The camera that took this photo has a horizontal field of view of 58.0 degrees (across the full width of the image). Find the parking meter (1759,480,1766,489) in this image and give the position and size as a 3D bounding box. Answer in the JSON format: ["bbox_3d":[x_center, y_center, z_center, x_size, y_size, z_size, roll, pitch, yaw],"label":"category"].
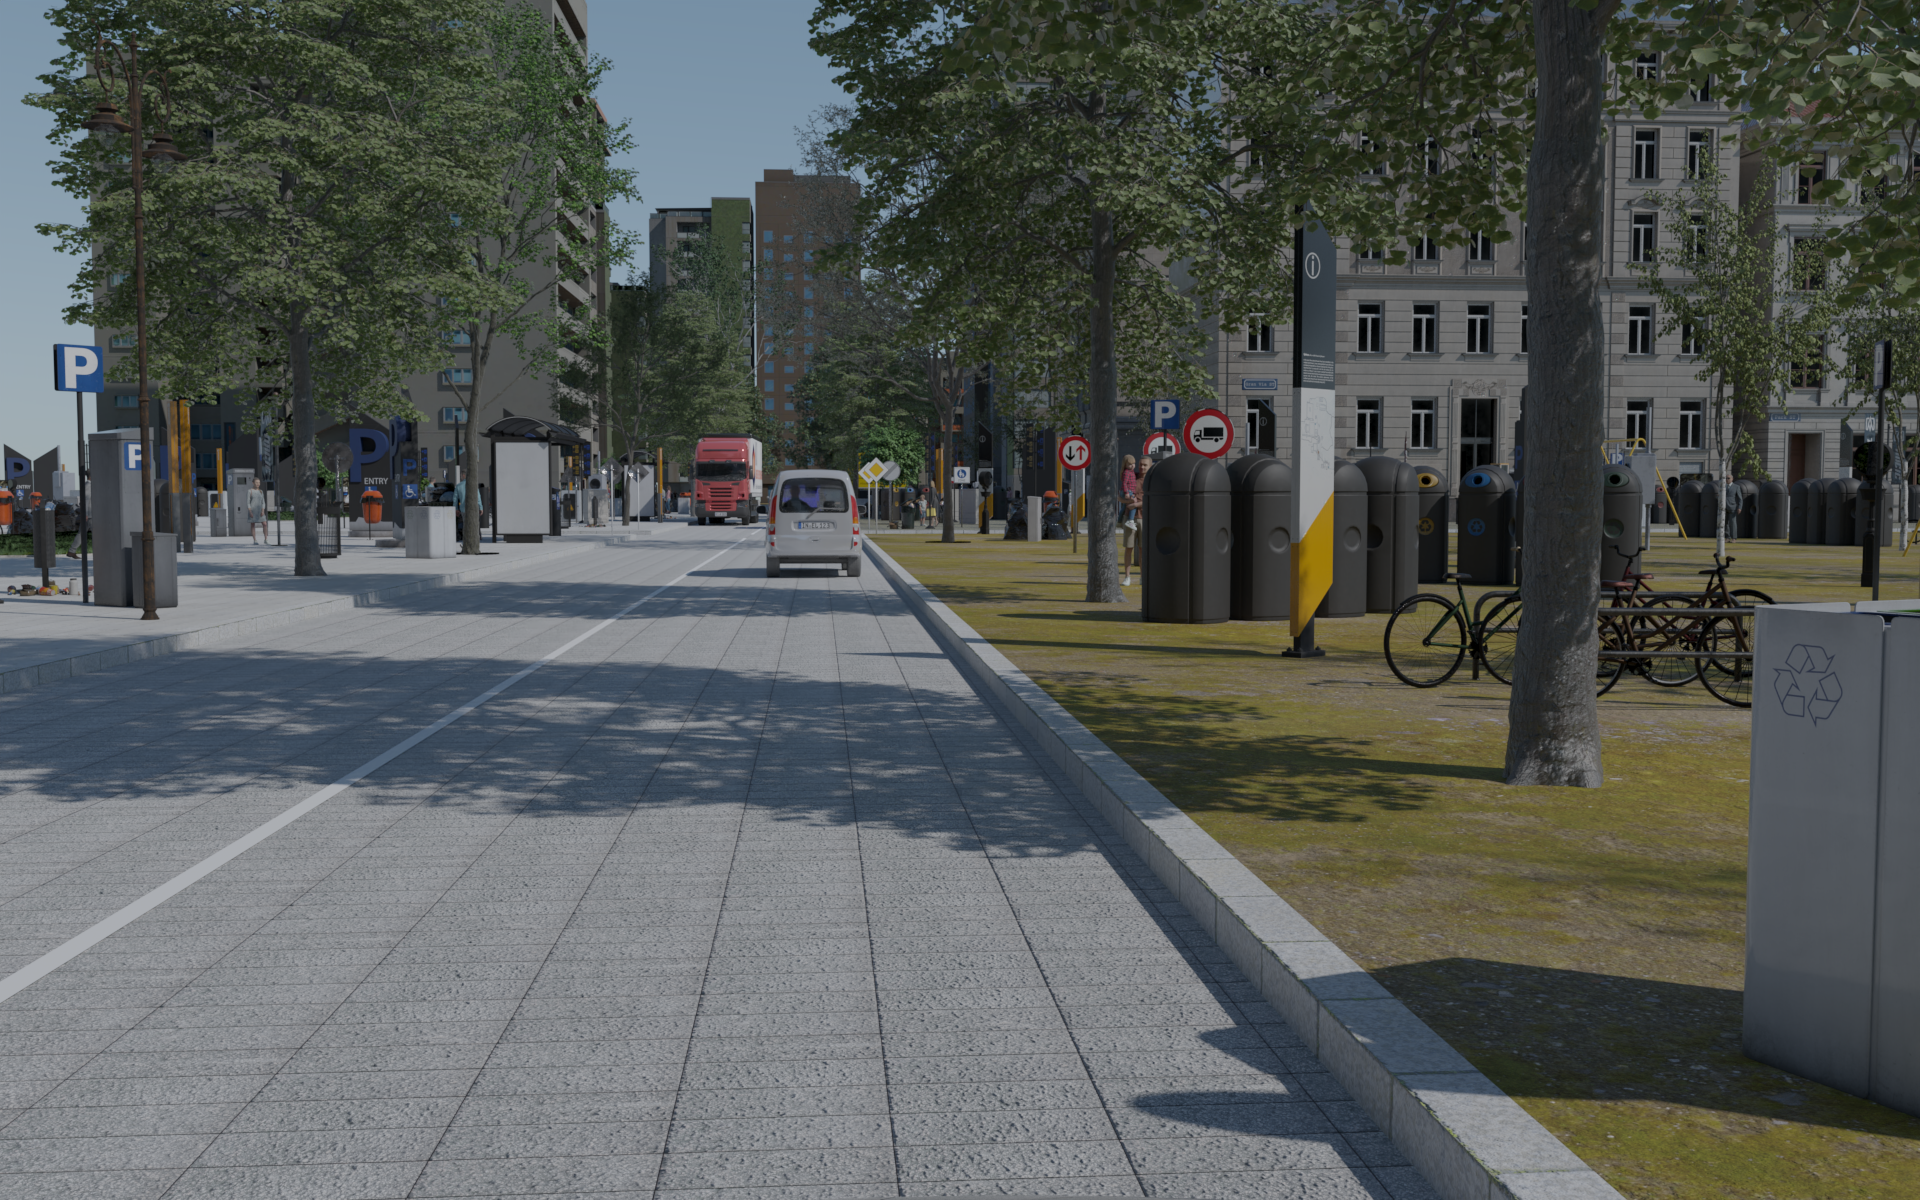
[{"bbox_3d":[33.728,-4.097,72.697,0.255,1.863,0.399,0,4,7],"label":"parking meter"}]

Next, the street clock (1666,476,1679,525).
[{"bbox_3d":[29.344,-4.084,71.342,0.471,2.002,0.358,1,4,17],"label":"street clock"}]

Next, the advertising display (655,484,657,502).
[{"bbox_3d":[-19.715,-6.419,110.156,0.974,1.923,0.123,1,4,16],"label":"advertising display"}]

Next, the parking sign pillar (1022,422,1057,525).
[{"bbox_3d":[3.038,-4.716,65.577,1.447,3.967,1.447,1,4,19],"label":"parking sign pillar"}]

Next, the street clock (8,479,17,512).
[{"bbox_3d":[-45.437,-4.801,83.069,0.471,2.002,0.358,2,4,30],"label":"street clock"}]

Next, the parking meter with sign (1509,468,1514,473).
[{"bbox_3d":[16.309,-3.364,51.254,1.738,3.016,0.543,-1,4,-22],"label":"parking meter with sign"}]

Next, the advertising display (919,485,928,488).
[{"bbox_3d":[-2.392,-6.826,116.818,0.123,1.923,0.974,-3,5,-43],"label":"advertising display"}]

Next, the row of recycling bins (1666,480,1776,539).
[{"bbox_3d":[22.584,-2.666,50.697,1.069,1.692,3.534,-2,4,-28],"label":"row of recycling bins"}]

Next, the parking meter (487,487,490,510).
[{"bbox_3d":[-36.419,-7.868,134.360,0.399,1.863,0.255,1,4,16],"label":"parking meter"}]

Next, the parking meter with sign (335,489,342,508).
[{"bbox_3d":[-45.408,-8.020,127.385,0.543,3.016,1.738,0,4,6],"label":"parking meter with sign"}]

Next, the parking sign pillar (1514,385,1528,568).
[{"bbox_3d":[10.307,-2.540,30.002,1.447,3.967,1.447,0,4,-5],"label":"parking sign pillar"}]

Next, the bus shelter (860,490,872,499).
[{"bbox_3d":[-7.479,-8.524,130.643,1.731,3.624,6.357,0,4,-5],"label":"bus shelter"}]

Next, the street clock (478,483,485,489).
[{"bbox_3d":[-31.239,-6.632,113.009,0.358,2.002,0.471,1,4,21],"label":"street clock"}]

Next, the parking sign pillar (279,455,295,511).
[{"bbox_3d":[-44.708,-7.717,114.643,1.447,3.967,1.447,-2,4,-28],"label":"parking sign pillar"}]

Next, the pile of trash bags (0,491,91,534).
[{"bbox_3d":[-25.243,-2.300,47.365,1.912,1.369,3.447,0,4,5],"label":"pile of trash bags"}]

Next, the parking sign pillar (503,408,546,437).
[{"bbox_3d":[-13.601,-4.013,54.091,1.447,3.967,1.447,0,4,-2],"label":"parking sign pillar"}]

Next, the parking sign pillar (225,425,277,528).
[{"bbox_3d":[-27.177,-4.742,65.996,1.447,3.967,1.447,1,4,15],"label":"parking sign pillar"}]

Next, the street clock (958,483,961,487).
[{"bbox_3d":[-0.009,-5.586,95.905,0.358,2.002,0.471,0,4,2],"label":"street clock"}]

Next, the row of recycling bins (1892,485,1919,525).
[{"bbox_3d":[42.769,-4.327,77.853,1.069,1.692,3.534,2,4,24],"label":"row of recycling bins"}]

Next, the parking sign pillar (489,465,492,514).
[{"bbox_3d":[-30.566,-7.701,114.390,1.447,3.967,1.447,3,5,44],"label":"parking sign pillar"}]

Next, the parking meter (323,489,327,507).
[{"bbox_3d":[-48.679,-7.772,132.784,0.255,1.863,0.399,0,4,-7],"label":"parking meter"}]

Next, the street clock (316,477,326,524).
[{"bbox_3d":[-27.281,-4.238,73.864,0.471,2.002,0.358,-2,4,-25],"label":"street clock"}]

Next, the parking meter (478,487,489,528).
[{"bbox_3d":[-17.792,-3.444,64.723,0.372,1.533,0.369,0,3,0],"label":"parking meter"}]

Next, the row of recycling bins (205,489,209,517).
[{"bbox_3d":[-44.468,-5.575,98.256,3.534,1.692,1.069,0,4,-4],"label":"row of recycling bins"}]

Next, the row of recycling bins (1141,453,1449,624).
[{"bbox_3d":[3.448,-0.672,18.104,3.534,1.692,1.069,-2,4,-32],"label":"row of recycling bins"}]

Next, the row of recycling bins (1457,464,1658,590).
[{"bbox_3d":[7.798,-1.058,24.416,3.534,1.692,1.069,3,4,37],"label":"row of recycling bins"}]

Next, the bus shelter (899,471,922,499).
[{"bbox_3d":[-3.870,-7.976,124.326,2.014,3.302,5.546,0,4,-5],"label":"bus shelter"}]

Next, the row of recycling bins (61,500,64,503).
[{"bbox_3d":[-54.023,-5.890,103.409,1.069,1.692,3.534,0,4,0],"label":"row of recycling bins"}]

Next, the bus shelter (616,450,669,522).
[{"bbox_3d":[-15.201,-5.461,83.208,2.014,3.302,5.546,0,4,-5],"label":"bus shelter"}]

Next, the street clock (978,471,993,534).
[{"bbox_3d":[0.814,-3.092,55.125,0.358,2.002,0.471,3,4,36],"label":"street clock"}]

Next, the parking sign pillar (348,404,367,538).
[{"bbox_3d":[-17.526,-3.863,51.633,1.447,3.967,1.447,0,4,-4],"label":"parking sign pillar"}]

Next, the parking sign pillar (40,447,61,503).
[{"bbox_3d":[-50.160,-6.524,95.141,1.447,3.967,1.447,-2,4,-32],"label":"parking sign pillar"}]

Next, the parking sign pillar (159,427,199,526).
[{"bbox_3d":[-31.390,-4.956,69.509,1.447,3.967,1.447,0,4,1],"label":"parking sign pillar"}]

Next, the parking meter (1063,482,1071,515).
[{"bbox_3d":[4.986,-4.574,80.501,0.399,1.863,0.255,2,4,31],"label":"parking meter"}]

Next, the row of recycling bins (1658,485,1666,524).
[{"bbox_3d":[29.728,-4.149,74.948,3.534,1.692,1.069,-1,4,-12],"label":"row of recycling bins"}]

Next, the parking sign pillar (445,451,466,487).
[{"bbox_3d":[-30.189,-7.065,103.992,1.447,3.967,1.447,-3,5,-42],"label":"parking sign pillar"}]

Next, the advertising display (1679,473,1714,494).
[{"bbox_3d":[22.730,-2.953,53.493,0.974,1.923,0.123,3,5,41],"label":"advertising display"}]

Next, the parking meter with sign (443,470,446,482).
[{"bbox_3d":[-36.912,-7.986,126.835,1.738,3.016,0.543,0,4,-4],"label":"parking meter with sign"}]

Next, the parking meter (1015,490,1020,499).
[{"bbox_3d":[3.826,-6.528,115.149,0.372,1.533,0.369,0,3,0],"label":"parking meter"}]

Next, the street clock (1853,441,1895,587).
[{"bbox_3d":[12.547,-1.178,23.827,0.471,2.002,0.358,3,5,41],"label":"street clock"}]

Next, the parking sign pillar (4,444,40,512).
[{"bbox_3d":[-50.392,-6.378,92.744,1.447,3.967,1.447,-3,4,-38],"label":"parking sign pillar"}]

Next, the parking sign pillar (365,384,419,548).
[{"bbox_3d":[-13.446,-3.270,41.934,1.447,3.967,1.447,-2,4,-28],"label":"parking sign pillar"}]

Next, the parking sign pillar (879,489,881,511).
[{"bbox_3d":[-5.466,-8.623,129.465,1.447,3.967,1.447,3,5,41],"label":"parking sign pillar"}]

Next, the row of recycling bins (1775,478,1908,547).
[{"bbox_3d":[22.166,-2.237,43.682,1.069,1.692,3.534,0,4,-7],"label":"row of recycling bins"}]

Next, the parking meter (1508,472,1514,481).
[{"bbox_3d":[13.159,-2.156,40.964,0.399,1.863,0.255,-1,4,-20],"label":"parking meter"}]

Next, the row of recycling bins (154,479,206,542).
[{"bbox_3d":[-21.874,-2.452,47.197,1.069,1.692,3.534,-3,5,-44],"label":"row of recycling bins"}]

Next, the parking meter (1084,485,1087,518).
[{"bbox_3d":[6.690,-5.391,93.849,0.399,1.863,0.255,-2,4,-30],"label":"parking meter"}]

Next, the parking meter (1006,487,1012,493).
[{"bbox_3d":[3.765,-7.809,133.390,0.255,1.863,0.399,3,5,43],"label":"parking meter"}]

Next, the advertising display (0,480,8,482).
[{"bbox_3d":[-43.314,-4.450,77.974,0.123,1.923,0.974,2,4,27],"label":"advertising display"}]

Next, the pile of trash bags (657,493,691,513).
[{"bbox_3d":[-19.373,-6.769,120.429,1.912,1.369,3.447,-2,4,-31],"label":"pile of trash bags"}]

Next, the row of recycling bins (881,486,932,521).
[{"bbox_3d":[-2.145,-4.713,84.170,3.534,1.692,1.069,-1,4,-22],"label":"row of recycling bins"}]

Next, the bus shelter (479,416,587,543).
[{"bbox_3d":[-11.621,-3.279,47.540,2.014,3.302,5.546,0,4,-5],"label":"bus shelter"}]

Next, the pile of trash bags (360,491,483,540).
[{"bbox_3d":[-15.058,-2.372,48.540,3.447,1.369,1.912,0,4,-2],"label":"pile of trash bags"}]

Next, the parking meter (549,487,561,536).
[{"bbox_3d":[-12.352,-2.714,52.789,0.372,1.533,0.369,0,3,0],"label":"parking meter"}]

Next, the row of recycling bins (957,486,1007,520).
[{"bbox_3d":[0.574,-4.872,86.762,3.534,1.692,1.069,-1,4,-9],"label":"row of recycling bins"}]

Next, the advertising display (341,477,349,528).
[{"bbox_3d":[-22.624,-3.643,64.781,0.974,1.923,0.123,-3,5,-41],"label":"advertising display"}]

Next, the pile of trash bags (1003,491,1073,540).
[{"bbox_3d":[2.347,-2.451,49.826,1.912,1.369,3.447,1,4,12],"label":"pile of trash bags"}]
